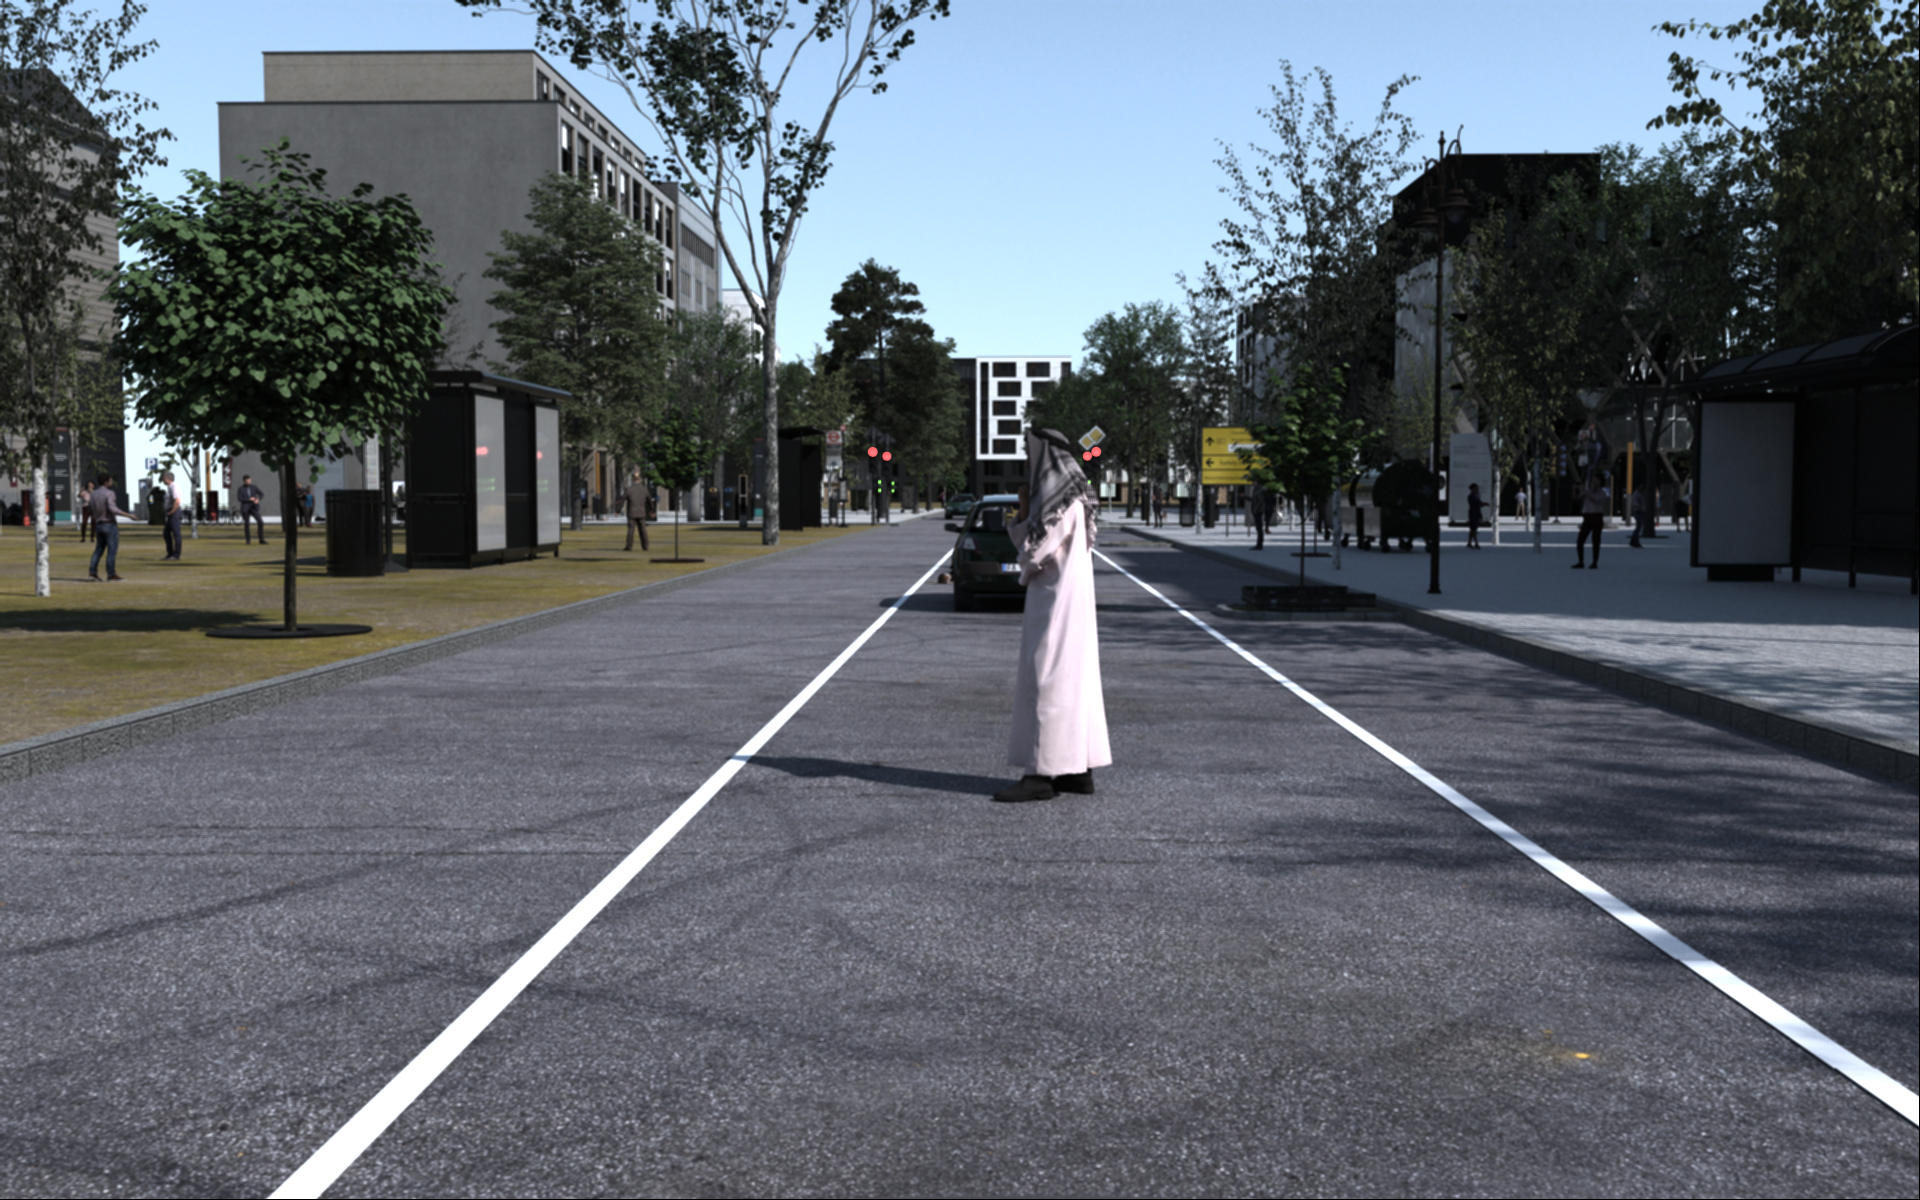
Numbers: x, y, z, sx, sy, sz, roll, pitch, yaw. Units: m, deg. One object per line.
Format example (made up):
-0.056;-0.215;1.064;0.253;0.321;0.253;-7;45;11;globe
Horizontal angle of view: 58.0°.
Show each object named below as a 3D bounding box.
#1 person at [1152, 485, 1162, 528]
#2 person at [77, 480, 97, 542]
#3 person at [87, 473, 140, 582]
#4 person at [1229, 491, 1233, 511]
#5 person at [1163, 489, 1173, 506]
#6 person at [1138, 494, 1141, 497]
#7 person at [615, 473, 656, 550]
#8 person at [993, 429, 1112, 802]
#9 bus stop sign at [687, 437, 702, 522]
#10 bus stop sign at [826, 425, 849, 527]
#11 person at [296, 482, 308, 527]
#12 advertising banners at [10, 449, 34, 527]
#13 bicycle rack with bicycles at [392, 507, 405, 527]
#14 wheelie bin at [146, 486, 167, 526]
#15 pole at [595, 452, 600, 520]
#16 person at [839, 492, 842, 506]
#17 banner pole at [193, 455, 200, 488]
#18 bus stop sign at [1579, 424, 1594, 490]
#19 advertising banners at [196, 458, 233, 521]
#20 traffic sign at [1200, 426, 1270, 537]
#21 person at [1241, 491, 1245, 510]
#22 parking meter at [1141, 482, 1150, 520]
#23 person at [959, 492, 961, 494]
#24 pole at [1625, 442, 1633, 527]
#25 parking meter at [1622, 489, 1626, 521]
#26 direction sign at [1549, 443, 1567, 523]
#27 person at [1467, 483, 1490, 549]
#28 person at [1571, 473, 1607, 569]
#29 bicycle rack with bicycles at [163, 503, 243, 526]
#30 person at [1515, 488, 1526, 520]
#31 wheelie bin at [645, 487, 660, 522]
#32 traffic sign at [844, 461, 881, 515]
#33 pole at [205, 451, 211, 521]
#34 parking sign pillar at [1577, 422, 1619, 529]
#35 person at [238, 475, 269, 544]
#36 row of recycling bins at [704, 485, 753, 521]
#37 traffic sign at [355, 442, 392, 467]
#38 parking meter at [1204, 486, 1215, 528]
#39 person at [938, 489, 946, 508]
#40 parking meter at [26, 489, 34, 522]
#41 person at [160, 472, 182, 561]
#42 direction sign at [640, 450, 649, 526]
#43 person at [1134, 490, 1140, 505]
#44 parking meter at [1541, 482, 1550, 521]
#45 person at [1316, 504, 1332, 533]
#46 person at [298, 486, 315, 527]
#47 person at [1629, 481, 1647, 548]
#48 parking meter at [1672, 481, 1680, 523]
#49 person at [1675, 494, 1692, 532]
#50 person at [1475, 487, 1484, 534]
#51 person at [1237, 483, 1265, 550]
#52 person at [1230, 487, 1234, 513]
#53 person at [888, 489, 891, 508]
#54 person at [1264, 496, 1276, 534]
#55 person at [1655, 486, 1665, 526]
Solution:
7.479;-3.564;65.780;0.415;1.643;0.593;1;4;19;person
-23.220;-2.366;46.181;0.517;1.644;0.566;1;4;20;person
-12.487;-1.062;25.367;0.963;1.587;0.435;1;4;20;person
20.464;-7.483;129.841;0.566;1.644;0.517;-2;4;-27;person
22.351;-11.034;186.538;1.350;1.814;0.705;1;4;15;person
19.564;-10.981;186.310;0.721;1.735;1.217;-3;4;-38;person
-7.402;-2.007;39.412;0.990;1.755;0.434;-2;4;-30;person
0.428;0.056;8.248;0.621;1.740;0.551;-1;4;-12;person
-12.216;-5.528;79.393;0.837;3.901;0.837;1;4;14;bus stop sign
-4.709;-4.764;66.597;0.855;3.939;0.416;0;4;1;bus stop sign
-25.857;-3.745;67.966;0.565;1.739;0.600;-1;4;-18;person
-36.861;-4.413;68.337;0.090;3.025;2.074;0;4;7;advertising banners
-21.338;-3.410;69.140;2.925;0.926;2.852;-1;4;-12;bicycle rack with bicycles
-32.692;-3.834;70.586;0.693;1.594;0.980;0;4;-7;wheelie bin
-17.756;-5.566;84.841;0.158;3.312;0.155;0;3;0;pole
-12.382;-10.588;179.829;0.621;1.740;0.551;-1;4;-20;person
-37.329;-5.788;84.653;0.401;3.779;0.863;0;4;3;banner pole
23.899;-4.732;66.073;0.416;3.939;0.855;-1;4;-22;bus stop sign
-35.540;-5.268;82.322;2.074;3.025;0.090;0;4;3;advertising banners
8.333;-3.543;51.797;2.265;3.308;0.079;0;4;6;traffic sign
23.482;-8.249;142.618;0.593;1.614;0.444;1;4;18;person
9.010;-4.803;84.246;0.399;1.863;0.255;-3;4;-36;parking meter
-0.083;-13.789;234.731;0.721;1.735;1.217;-1;4;-23;person
26.322;-4.543;68.128;0.158;3.312;0.155;0;3;0;pole
31.719;-4.526;82.414;0.372;1.533;0.369;0;3;0;parking meter
26.693;-5.223;77.390;0.876;3.537;0.379;-1;4;-18;direction sign
12.075;-1.950;40.292;0.546;1.535;0.453;2;4;25;person
10.808;-1.362;29.765;0.566;1.644;0.517;1;4;9;person
-30.831;-3.463;70.005;2.925;0.926;2.852;2;4;34;bicycle rack with bicycles
27.589;-4.721;85.291;0.516;1.574;0.319;1;4;14;person
-14.416;-4.435;80.428;0.980;1.594;0.693;0;4;-6;wheelie bin
-5.974;-6.846;105.813;2.265;3.308;0.079;0;4;4;traffic sign
-35.932;-5.440;82.782;0.158;3.312;0.155;0;3;0;pole
23.565;-4.610;63.848;1.447;3.967;1.447;0;4;1;parking sign pillar
-18.031;-2.305;44.182;0.683;1.767;0.568;-3;5;-39;person
-10.635;-4.653;83.194;3.534;1.692;1.069;1;4;14;row of recycling bins
-11.710;-2.109;34.581;0.768;2.556;0.104;0;4;4;traffic sign
9.421;-3.651;65.397;0.255;1.863;0.399;3;5;43;parking meter
-1.607;-9.097;155.458;0.721;1.739;1.217;2;4;35;person
-42.836;-4.367;79.815;0.372;1.533;0.369;0;3;0;parking meter
-15.210;-1.613;33.346;0.436;1.711;0.756;-1;4;-21;person
-12.769;-4.766;69.925;0.379;3.537;0.876;0;4;3;direction sign
20.462;-11.891;200.594;0.705;1.807;1.348;2;4;32;person
27.891;-4.705;82.637;0.399;1.863;0.255;0;4;0;parking meter
11.905;-3.044;56.501;0.600;1.739;0.565;2;4;28;person
-25.182;-3.605;66.850;0.662;1.594;0.647;2;4;34;person
16.132;-2.025;41.114;0.435;1.587;0.963;1;4;19;person
31.659;-4.335;76.593;0.255;1.863;0.399;1;4;11;parking meter
24.331;-2.977;57.906;0.799;1.438;0.628;1;4;19;person
16.613;-2.919;55.735;0.963;1.587;0.435;-3;5;-44;person
6.697;-2.041;39.940;0.750;1.759;0.617;1;4;22;person
18.464;-6.750;116.961;0.434;1.755;0.990;2;4;25;person
-6.711;-9.441;161.128;0.721;1.736;1.217;-1;4;-18;person
10.027;-2.918;56.298;0.480;1.512;0.613;0;4;7;person
27.719;-3.738;69.035;0.662;1.594;0.647;1;4;14;person
